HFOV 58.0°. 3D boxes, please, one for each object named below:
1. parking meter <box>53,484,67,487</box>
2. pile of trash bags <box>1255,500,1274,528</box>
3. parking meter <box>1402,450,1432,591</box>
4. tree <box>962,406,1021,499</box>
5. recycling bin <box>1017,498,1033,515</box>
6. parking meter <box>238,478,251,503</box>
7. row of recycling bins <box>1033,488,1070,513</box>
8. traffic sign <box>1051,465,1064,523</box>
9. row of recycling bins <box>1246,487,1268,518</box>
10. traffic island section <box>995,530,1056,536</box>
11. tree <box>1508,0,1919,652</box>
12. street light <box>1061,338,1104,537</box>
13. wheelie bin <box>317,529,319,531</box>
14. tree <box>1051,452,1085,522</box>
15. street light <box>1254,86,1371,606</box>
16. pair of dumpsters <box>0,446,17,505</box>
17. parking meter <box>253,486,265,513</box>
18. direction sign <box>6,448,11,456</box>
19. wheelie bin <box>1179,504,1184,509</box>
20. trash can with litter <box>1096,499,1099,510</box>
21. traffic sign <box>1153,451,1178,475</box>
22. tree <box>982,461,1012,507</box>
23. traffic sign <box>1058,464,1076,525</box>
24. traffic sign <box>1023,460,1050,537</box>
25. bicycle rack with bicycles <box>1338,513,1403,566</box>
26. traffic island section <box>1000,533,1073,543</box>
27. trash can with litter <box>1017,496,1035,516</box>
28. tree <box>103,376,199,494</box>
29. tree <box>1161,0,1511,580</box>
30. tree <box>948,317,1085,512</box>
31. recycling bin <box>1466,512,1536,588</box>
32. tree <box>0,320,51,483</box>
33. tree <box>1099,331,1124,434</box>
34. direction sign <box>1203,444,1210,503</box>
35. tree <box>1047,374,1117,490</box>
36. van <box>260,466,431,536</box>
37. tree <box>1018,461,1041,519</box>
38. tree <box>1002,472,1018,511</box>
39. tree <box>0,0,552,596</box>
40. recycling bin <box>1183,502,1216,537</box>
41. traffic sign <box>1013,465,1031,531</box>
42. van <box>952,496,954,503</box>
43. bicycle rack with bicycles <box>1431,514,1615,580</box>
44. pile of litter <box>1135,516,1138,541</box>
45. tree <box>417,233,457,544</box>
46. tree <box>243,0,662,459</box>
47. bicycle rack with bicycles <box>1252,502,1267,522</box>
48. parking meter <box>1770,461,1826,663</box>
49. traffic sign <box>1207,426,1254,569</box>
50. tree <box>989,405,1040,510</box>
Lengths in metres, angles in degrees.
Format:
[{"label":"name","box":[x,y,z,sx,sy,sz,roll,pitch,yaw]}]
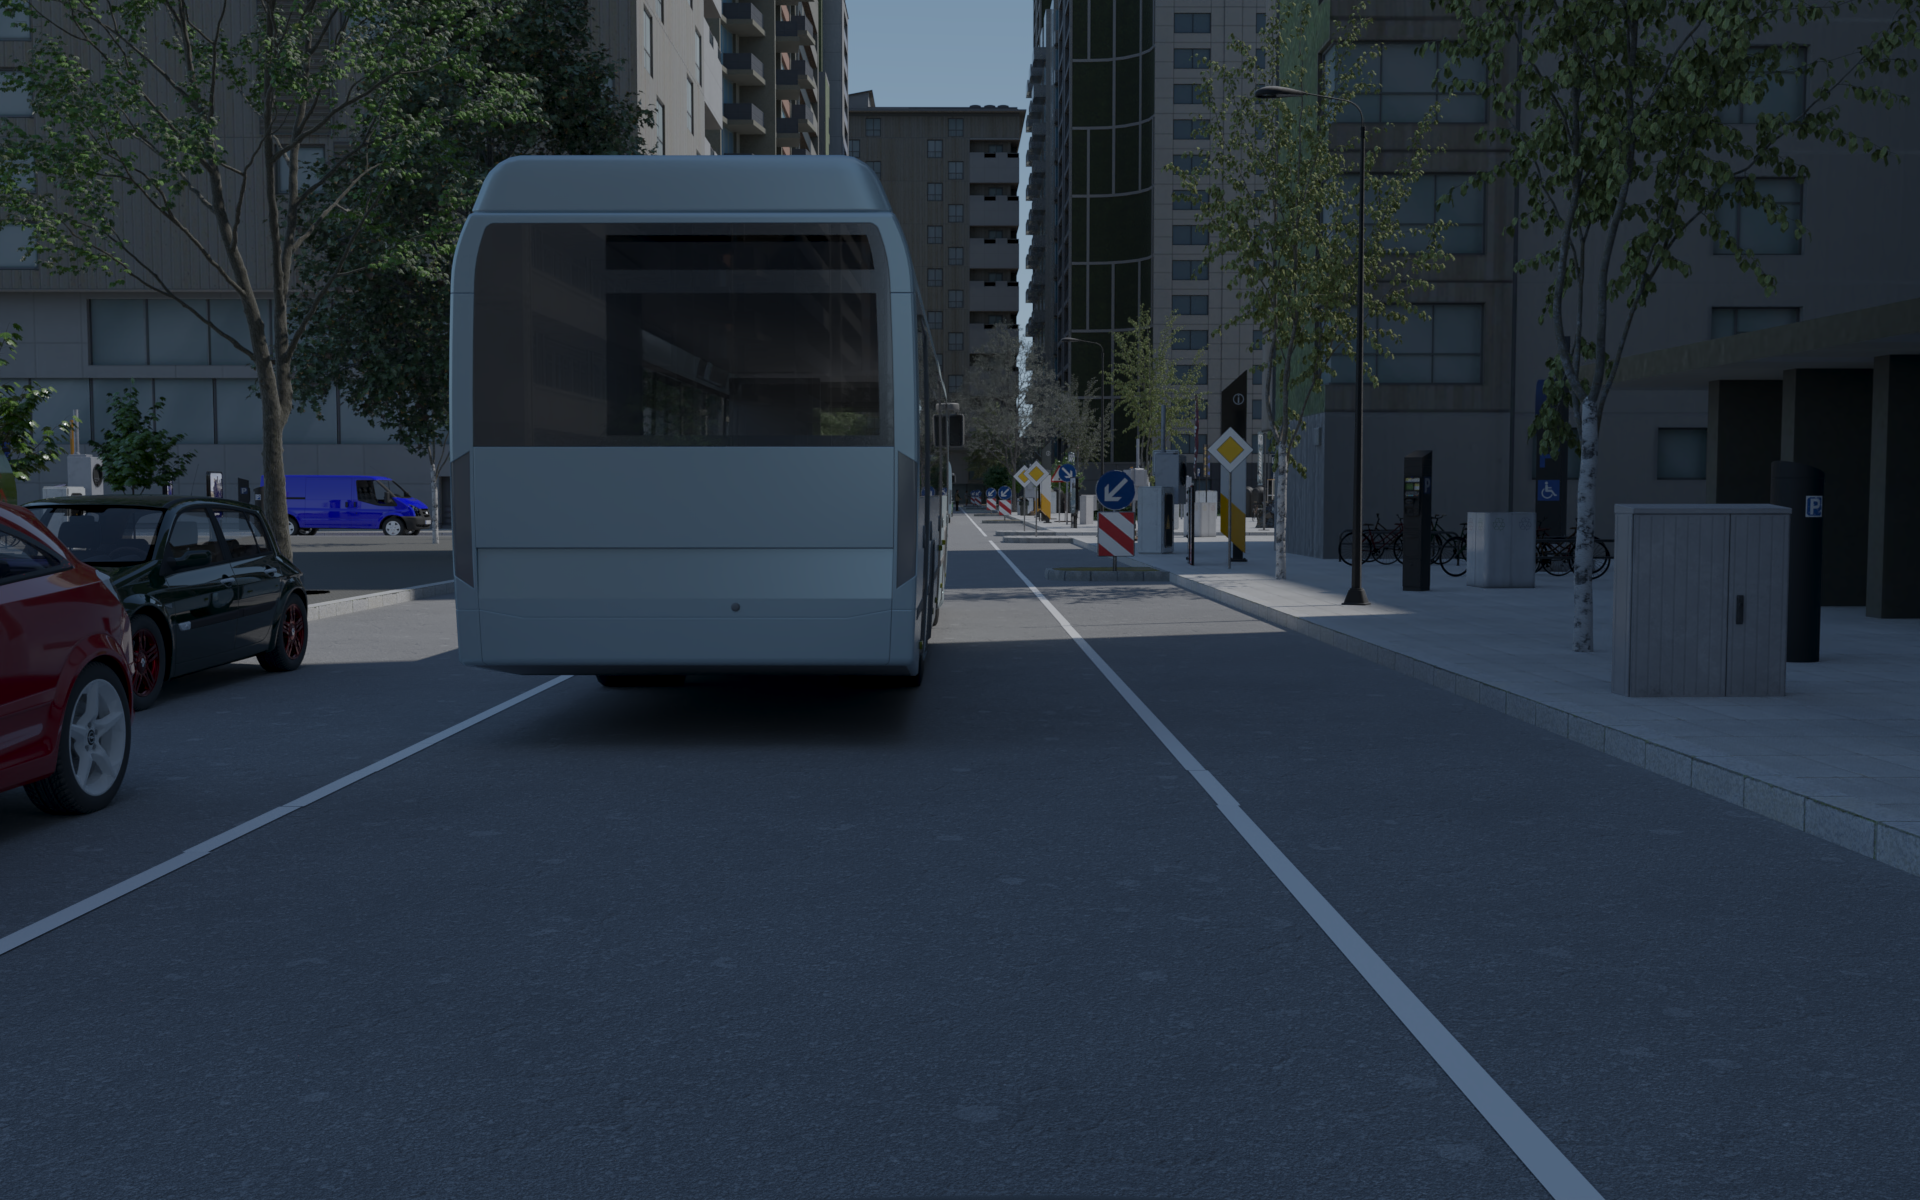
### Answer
[{"label":"parking meter","box":[-22.255,-2.103,42.793,0.372,1.533,0.369,0,3,0]},{"label":"pile of trash bags","box":[12.689,-3.457,66.280,1.912,1.369,3.447,2,4,32]},{"label":"parking meter","box":[6.052,-1.053,22.926,0.255,1.863,0.399,3,4,38]},{"label":"tree","box":[4.018,-18.015,212.673,7.486,12.596,7.792,0,3,0]},{"label":"recycling bin","box":[4.003,-5.735,106.319,0.722,1.027,0.722,-3,5,-44]},{"label":"parking meter","box":[-25.404,-3.412,61.489,0.399,1.863,0.255,-2,4,-26]},{"label":"row of recycling bins","box":[6.352,-6.669,116.145,3.534,1.692,1.069,2,4,35]},{"label":"traffic sign","box":[4.437,-4.729,77.316,0.884,2.594,0.081,0,4,5]},{"label":"row of recycling bins","box":[16.714,-5.337,94.370,1.069,1.692,3.534,-3,5,-41]},{"label":"traffic island section","box":[2.243,-2.291,59.741,2.009,0.180,2.903,0,4,0]},{"label":"tree","box":[5.310,-3.887,13.918,4.737,8.622,4.395,0,3,0]},{"label":"street light","box":[3.700,-4.838,51.638,1.470,5.913,1.316,0,4,0]},{"label":"wheelie bin","box":[-22.697,-3.204,60.300,0.980,1.594,0.693,-1,4,-8]},{"label":"tree","box":[4.946,-5.180,79.288,1.663,3.219,1.824,0,3,0]},{"label":"street light","box":[4.055,-2.897,19.915,1.470,5.913,1.316,0,4,0]},{"label":"pair of dumpsters","box":[-8.400,-0.577,11.921,1.574,2.255,4.437,0,4,0]},{"label":"parking meter","box":[-21.069,-2.676,52.162,0.372,1.533,0.369,0,3,0]},{"label":"direction sign","box":[-32.731,-4.089,58.855,0.876,3.537,0.379,-2,4,-33]},{"label":"wheelie bin","box":[13.906,-6.219,109.593,0.693,1.594,0.980,2,4,28]},{"label":"trash can with litter","box":[9.687,-7.075,127.058,1.055,1.170,0.624,-1,4,-13]},{"label":"traffic sign","box":[4.785,-2.337,40.334,0.606,2.300,0.079,0,4,2]},{"label":"tree","box":[3.876,-11.591,173.219,4.285,4.588,4.351,0,3,0]},{"label":"traffic sign","box":[4.505,-4.449,72.851,0.768,2.556,0.104,0,4,1]},{"label":"traffic sign","box":[2.275,-2.938,51.678,0.795,2.450,0.064,0,4,0]},{"label":"bicycle rack with bicycles","box":[8.204,-1.121,31.706,2.925,0.926,2.852,0,4,2]},{"label":"traffic island section","box":[2.298,-1.803,51.756,2.009,0.180,2.903,0,4,0]},{"label":"trash can with litter","box":[3.934,-5.522,101.664,1.055,1.170,0.624,-2,4,-30]},{"label":"tree","box":[-13.531,-2.061,28.301,1.663,3.219,1.824,0,3,0]},{"label":"tree","box":[5.062,-4.616,25.833,4.737,8.622,4.395,0,3,0]},{"label":"tree","box":[3.673,-12.883,121.014,12.009,13.543,11.850,0,3,0]},{"label":"recycling bin","box":[7.466,-0.694,23.906,0.722,1.027,0.722,0,4,-5]},{"label":"tree","box":[-9.351,-1.315,16.094,1.663,3.219,1.824,0,3,0]},{"label":"tree","box":[7.578,-7.188,67.887,4.737,8.622,4.395,0,3,0]},{"label":"direction sign","box":[11.271,-5.334,79.209,0.379,3.537,0.876,2,4,27]},{"label":"tree","box":[7.448,-9.578,106.968,4.360,8.622,3.978,0,3,0]},{"label":"van","box":[-19.907,-3.172,56.253,5.245,2.365,2.240,0,4,-1]},{"label":"tree","box":[4.264,-5.696,87.723,1.663,3.219,1.824,0,3,0]},{"label":"tree","box":[4.095,-8.292,130.178,1.663,3.219,1.824,0,3,0]},{"label":"tree","box":[-8.784,-5.880,21.893,9.928,11.665,9.643,0,3,0]},{"label":"recycling bin","box":[7.166,-2.396,51.734,0.722,1.027,0.722,-3,4,-38]},{"label":"traffic sign","box":[2.220,-3.426,59.663,0.795,2.450,0.064,0,4,0]},{"label":"van","box":[-1.680,-11.037,187.466,2.013,2.044,4.112,0,4,-2]},{"label":"bicycle rack with bicycles","box":[8.842,-0.808,26.592,2.925,0.926,2.852,0,4,2]},{"label":"pile of litter","box":[4.838,-2.062,47.675,1.176,0.858,1.719,2,4,35]},{"label":"tree","box":[-13.349,-5.754,44.443,4.737,8.622,4.395,0,3,0]},{"label":"tree","box":[-9.523,-7.226,35.159,9.611,12.733,9.660,0,3,0]},{"label":"bicycle rack with bicycles","box":[13.560,-4.153,81.289,2.852,0.926,2.925,2,4,28]},{"label":"parking meter","box":[6.418,-0.299,13.308,0.372,1.533,0.369,0,3,0]},{"label":"traffic sign","box":[4.625,-1.743,29.684,0.795,2.450,0.064,1,4,8]},{"label":"tree","box":[4.266,-11.393,136.642,4.360,8.622,3.978,0,3,0]}]
